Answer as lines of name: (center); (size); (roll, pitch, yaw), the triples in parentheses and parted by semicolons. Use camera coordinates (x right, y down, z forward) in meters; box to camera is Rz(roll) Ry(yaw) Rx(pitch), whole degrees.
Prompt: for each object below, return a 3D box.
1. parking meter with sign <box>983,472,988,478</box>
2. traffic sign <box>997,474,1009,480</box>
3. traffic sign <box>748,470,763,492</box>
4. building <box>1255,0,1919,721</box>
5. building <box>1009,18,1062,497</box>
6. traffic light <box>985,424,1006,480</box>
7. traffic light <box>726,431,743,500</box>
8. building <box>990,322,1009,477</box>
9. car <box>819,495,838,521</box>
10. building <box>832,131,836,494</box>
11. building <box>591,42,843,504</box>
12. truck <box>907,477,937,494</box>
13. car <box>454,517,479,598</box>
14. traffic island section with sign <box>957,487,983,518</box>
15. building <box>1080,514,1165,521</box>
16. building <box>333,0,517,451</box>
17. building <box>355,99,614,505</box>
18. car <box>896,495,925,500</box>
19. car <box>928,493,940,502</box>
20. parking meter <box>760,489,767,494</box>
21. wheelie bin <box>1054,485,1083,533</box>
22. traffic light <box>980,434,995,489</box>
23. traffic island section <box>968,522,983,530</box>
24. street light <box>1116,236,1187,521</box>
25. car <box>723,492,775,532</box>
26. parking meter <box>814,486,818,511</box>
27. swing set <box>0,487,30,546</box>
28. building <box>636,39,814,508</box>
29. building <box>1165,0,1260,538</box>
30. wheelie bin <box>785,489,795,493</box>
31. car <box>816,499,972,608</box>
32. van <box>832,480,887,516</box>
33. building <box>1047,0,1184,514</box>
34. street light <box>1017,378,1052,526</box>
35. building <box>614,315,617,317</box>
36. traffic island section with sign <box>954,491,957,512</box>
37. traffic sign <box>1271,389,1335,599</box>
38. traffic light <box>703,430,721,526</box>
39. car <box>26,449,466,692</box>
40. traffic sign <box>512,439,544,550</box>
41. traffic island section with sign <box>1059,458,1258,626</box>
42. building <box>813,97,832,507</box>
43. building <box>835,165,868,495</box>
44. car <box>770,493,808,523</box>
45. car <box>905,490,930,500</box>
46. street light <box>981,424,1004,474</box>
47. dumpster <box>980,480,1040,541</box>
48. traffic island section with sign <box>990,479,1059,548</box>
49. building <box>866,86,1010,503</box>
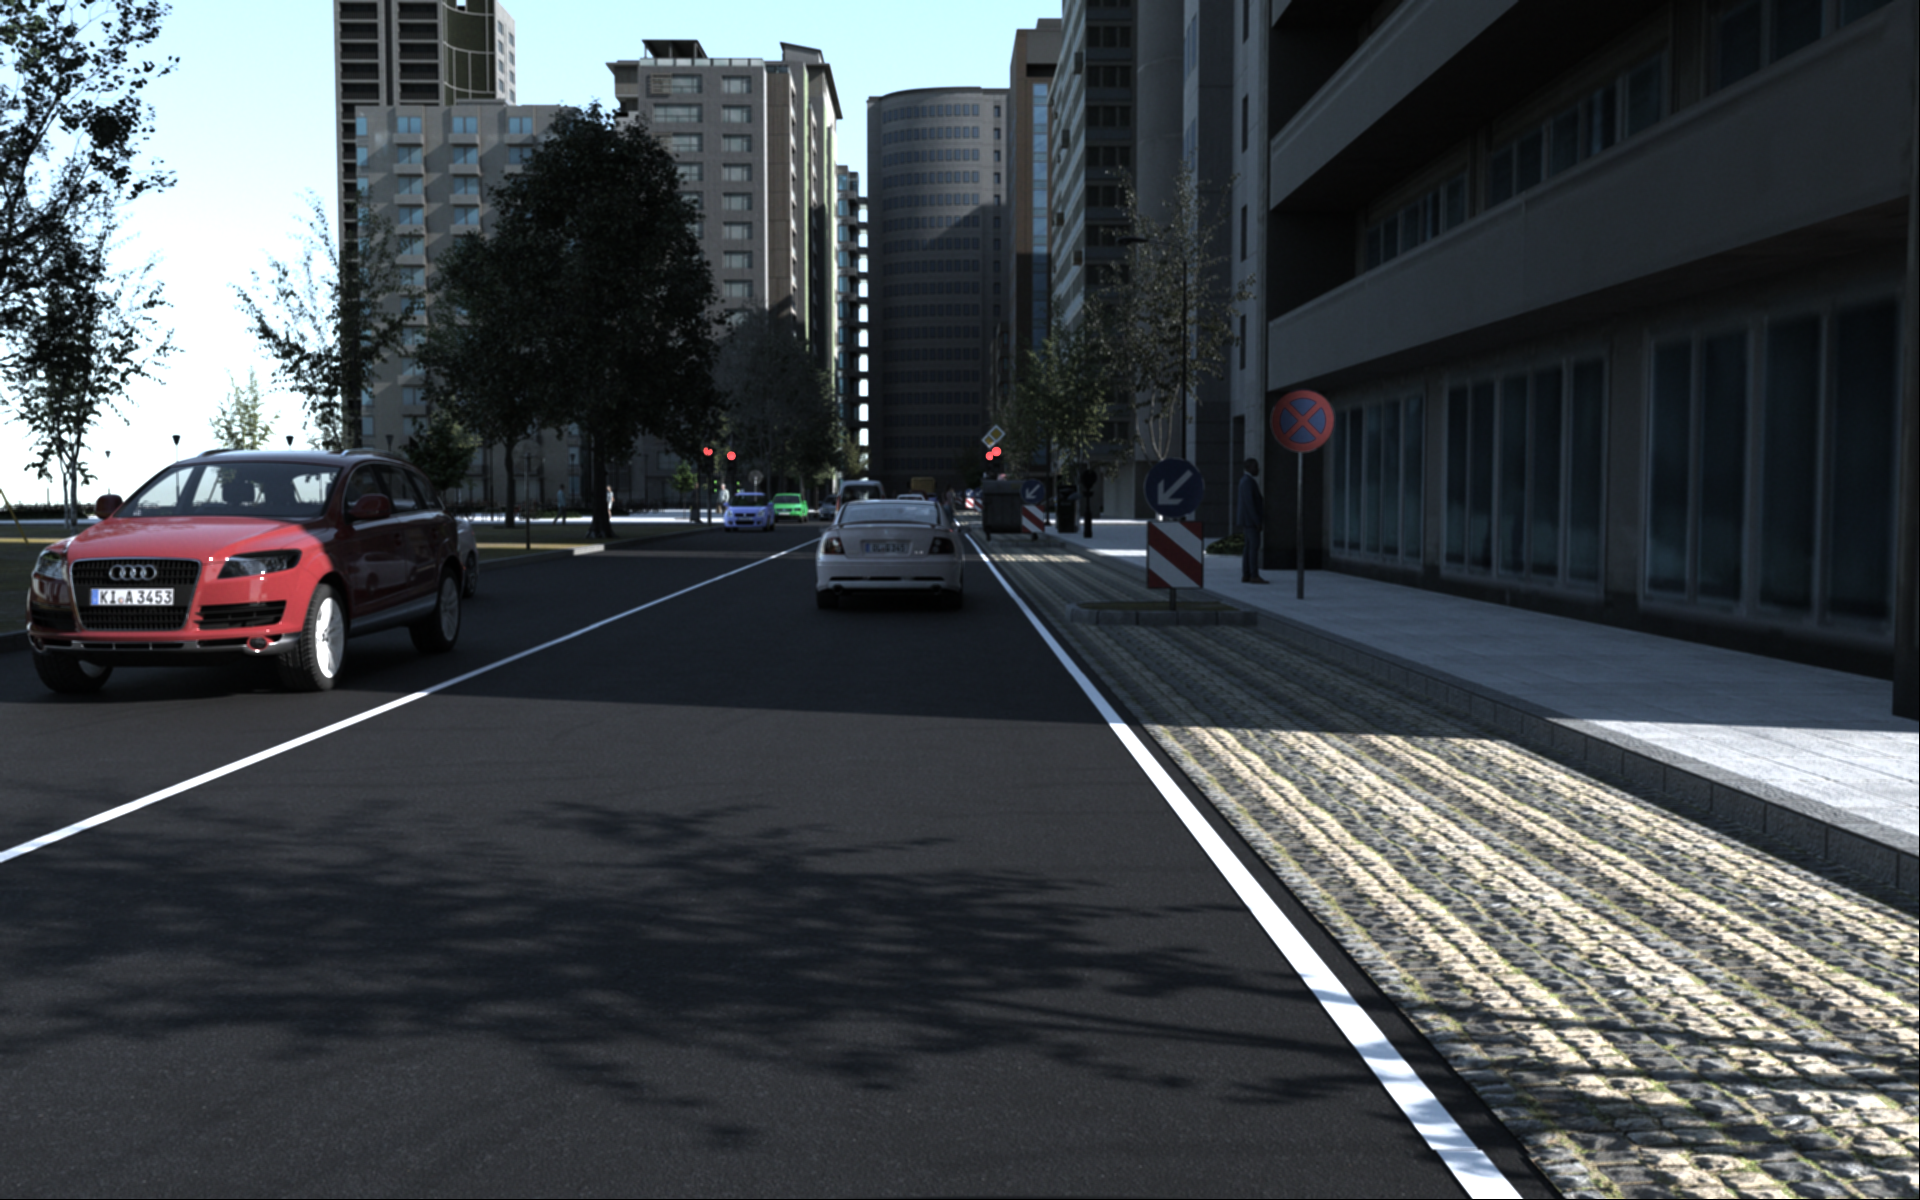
parking meter with sign: (2.122, -8.686, 138.280); (0.543, 3.016, 1.738); (0, 4, -1)
traffic sign: (2.667, -6.596, 107.949); (0.768, 2.556, 0.104); (0, 4, 2)
traffic sign: (-10.744, -5.562, 91.038); (0.768, 2.556, 0.104); (0, 4, 3)
building: (15.917, -24.138, 18.352); (21.300, 48.544, 21.600); (0, 4, -1)
building: (11.908, -31.497, 165.085); (14.600, 45.320, 14.200); (0, 4, -1)
traffic light: (1.433, -4.929, 69.507); (0.839, 4.253, 0.868); (0, 4, -1)
traffic light: (-10.145, -5.406, 77.306); (0.839, 4.253, 0.868); (0, 4, -1)
building: (17.575, -20.993, 188.276); (27.650, 21.520, 28.899); (0, 4, -1)
car: (-6.570, -4.983, 93.468); (2.014, 1.417, 4.499); (0, 4, 1)
building: (-20.961, -30.803, 187.231); (14.154, 41.232, 14.086); (0, 4, -1)
building: (-28.625, -38.029, 211.008); (27.495, 52.752, 28.713); (0, 4, -1)
truck: (-4.303, -12.457, 199.603); (3.469, 3.379, 9.791); (0, 4, -3)
car: (-7.652, -0.630, 22.660); (2.083, 1.381, 4.827); (0, 4, -2)
traffic island section with sign: (0.993, -5.723, 102.202); (1.989, 1.847, 2.006); (0, 4, -1)
building: (17.808, -24.645, 94.826); (23.993, 40.220, 32.217); (0, 4, -1)
building: (-75.539, -49.459, 246.905); (20.611, 71.187, 20.563); (0, 4, -1)
building: (-57.664, -36.292, 212.983); (30.456, 49.044, 23.786); (0, 4, -1)
car: (-2.391, -4.335, 82.886); (2.014, 1.417, 4.499); (0, 4, -3)
car: (-3.182, -11.079, 190.730); (1.945, 1.707, 3.694); (0, 4, 0)
parking meter: (-10.557, -5.178, 93.070); (0.372, 1.533, 0.369); (0, 3, 0)
wheelie bin: (3.565, -3.015, 57.208); (0.980, 1.594, 0.693); (1, 4, 12)
traffic light: (1.315, -5.417, 77.491); (0.839, 4.253, 0.868); (0, 4, -1)
traffic island section: (1.355, -3.384, 77.606); (2.009, 0.180, 2.903); (0, 4, -1)
street light: (3.521, -3.600, 31.398); (1.470, 5.913, 1.316); (0, 4, -1)
car: (-8.112, -3.502, 66.851); (1.945, 1.707, 3.694); (0, 4, -1)
parking meter: (-10.875, -7.659, 130.932); (0.255, 1.863, 0.399); (0, 4, 2)
swing set: (-24.585, -2.700, 41.767); (2.862, 2.851, 3.119); (0, 4, -1)
building: (-21.359, -29.071, 158.908); (14.154, 41.232, 14.086); (0, 4, -1)
building: (17.311, -31.126, 50.916); (21.231, 58.520, 28.212); (0, 4, -1)
wheelie bin: (-11.037, -6.386, 112.315); (0.693, 1.594, 0.980); (1, 4, 20)
car: (-0.878, -0.658, 23.114); (2.083, 1.381, 4.827); (0, 3, 0)
van: (-3.036, -2.884, 54.167); (2.013, 2.044, 4.112); (0, 4, -2)
building: (20.134, -27.441, 140.544); (32.217, 40.220, 23.993); (0, 4, -1)
street light: (2.984, -5.931, 69.517); (1.470, 5.913, 1.316); (0, 4, -1)
building: (-54.436, -38.179, 247.929); (21.600, 48.544, 21.300); (0, 4, -1)
traffic island section with sign: (0.598, -7.393, 129.502); (1.989, 1.847, 2.006); (0, 4, -1)
traffic sign: (4.162, -1.284, 21.102); (0.768, 2.556, 0.104); (0, 4, 8)
traffic light: (-10.027, -4.918, 69.322); (0.839, 4.253, 0.868); (0, 4, -1)
car: (-5.616, -0.340, 14.240); (2.281, 1.827, 5.304); (0, 4, -1)
traffic sign: (-9.977, -2.437, 39.945); (0.768, 2.556, 0.104); (1, 4, 8)
traffic island section with sign: (2.221, -0.675, 19.665); (1.989, 1.847, 2.006); (0, 4, -1)
building: (-20.649, -29.944, 173.175); (14.154, 41.232, 14.086); (0, 4, -1)
building: (-28.415, -38.466, 248.528); (30.456, 49.044, 23.786); (0, 4, -1)
car: (-8.625, -4.774, 86.850); (1.959, 1.807, 4.718); (0, 4, -1)
car: (-3.922, -9.205, 159.171); (2.281, 1.827, 5.304); (0, 4, -1)
street light: (2.289, -8.661, 114.152); (1.470, 5.913, 1.316); (0, 4, -1)
dumpster: (1.560, -2.733, 52.901); (1.865, 1.857, 1.264); (0, 4, 0)
traffic island section with sign: (1.820, -2.342, 46.911); (1.989, 1.847, 2.006); (0, 4, -1)
building: (0.930, -43.164, 247.730); (28.212, 58.520, 21.231); (0, 4, -1)
